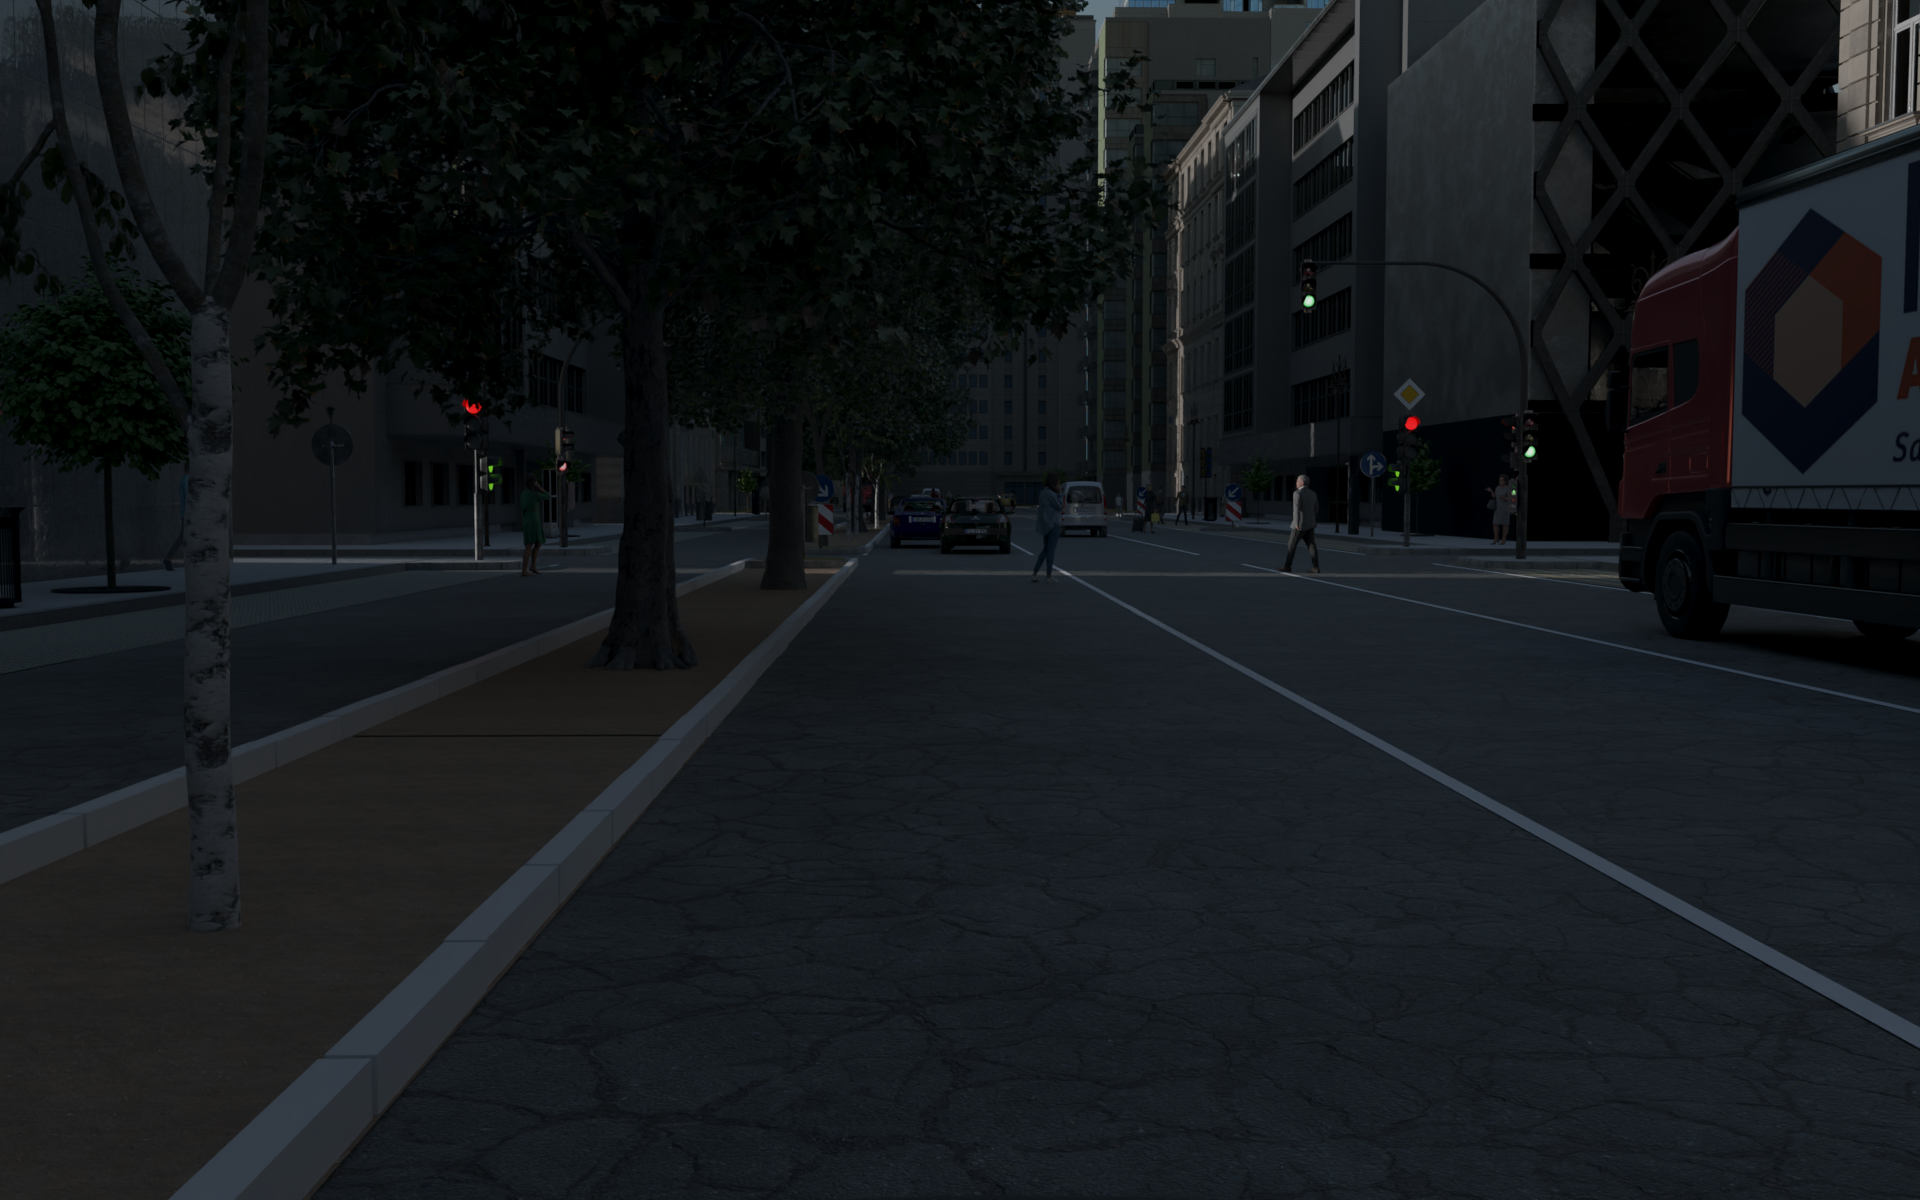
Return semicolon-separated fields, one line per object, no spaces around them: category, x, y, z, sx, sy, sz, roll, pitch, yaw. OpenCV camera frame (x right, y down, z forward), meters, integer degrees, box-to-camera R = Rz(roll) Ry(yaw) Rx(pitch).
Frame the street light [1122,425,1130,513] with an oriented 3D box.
street light;11.202;-8.805;116.755;0.468;5.910;1.993;0;4;-1

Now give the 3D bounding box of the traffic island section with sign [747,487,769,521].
traffic island section with sign;-10.408;-5.178;93.281;1.989;1.847;2.006;0;4;-1

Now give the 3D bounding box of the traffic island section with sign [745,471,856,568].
traffic island section with sign;-3.135;-1.586;34.065;2.006;1.907;1.989;0;4;-1

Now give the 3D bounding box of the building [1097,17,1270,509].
building;18.993;-28.701;152.857;14.154;41.232;14.086;0;4;-1

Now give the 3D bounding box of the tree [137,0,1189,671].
tree;-2.609;-5.792;14.163;9.611;12.733;9.660;0;3;0

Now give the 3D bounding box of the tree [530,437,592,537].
tree;-11.955;-3.502;51.864;1.663;3.219;1.824;0;3;0

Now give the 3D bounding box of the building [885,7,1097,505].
building;1.473;-41.002;212.378;28.212;58.520;21.231;0;4;-1

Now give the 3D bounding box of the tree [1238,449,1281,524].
tree;12.858;-4.912;74.920;1.663;3.219;1.824;0;3;0

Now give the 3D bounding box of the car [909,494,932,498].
car;-2.416;-5.843;107.336;2.131;1.459;4.920;0;4;1

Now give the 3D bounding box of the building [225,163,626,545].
building;-20.493;-14.588;57.574;14.314;24.678;30.058;0;4;-1

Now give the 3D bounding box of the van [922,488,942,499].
van;-2.190;-7.606;131.362;2.013;2.044;4.112;0;4;-2

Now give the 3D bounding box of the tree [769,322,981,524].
tree;-4.081;-10.353;82.101;12.009;13.543;11.850;0;3;0

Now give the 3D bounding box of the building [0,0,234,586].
building;-23.438;-12.693;25.547;19.932;24.808;12.078;0;4;-1

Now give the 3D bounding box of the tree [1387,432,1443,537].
tree;13.782;-3.550;52.636;1.663;3.219;1.824;0;3;0

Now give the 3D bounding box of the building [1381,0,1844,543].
building;23.241;-11.268;51.691;16.811;18.784;16.820;0;4;-1

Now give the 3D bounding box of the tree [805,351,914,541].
tree;-3.360;-6.095;52.469;4.737;8.622;4.395;0;3;0

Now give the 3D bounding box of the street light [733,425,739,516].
street light;-12.988;-7.775;99.911;0.468;5.910;1.993;0;4;-1

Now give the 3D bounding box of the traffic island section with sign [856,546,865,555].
traffic island section with sign;-3.296;-2.039;41.471;2.006;1.907;1.989;0;4;-1

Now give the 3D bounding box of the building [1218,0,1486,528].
building;21.099;-15.782;77.106;14.314;24.678;30.058;0;4;-1

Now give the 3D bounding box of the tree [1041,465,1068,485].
tree;10.687;-12.907;194.743;4.285;4.588;4.351;0;3;0

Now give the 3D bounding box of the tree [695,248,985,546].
tree;-3.491;-6.583;44.499;8.767;10.594;7.601;0;4;-1

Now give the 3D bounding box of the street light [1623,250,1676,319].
street light;13.134;-3.683;32.999;0.468;5.910;1.993;0;4;-1

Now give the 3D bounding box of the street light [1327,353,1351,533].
street light;12.453;-5.150;56.994;0.468;5.910;1.993;0;4;-1

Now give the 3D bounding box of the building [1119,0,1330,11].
building;31.504;-55.028;212.379;31.000;86.520;22.319;0;4;-1

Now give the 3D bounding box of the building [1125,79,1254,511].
building;19.876;-21.580;124.536;14.160;30.474;14.107;0;4;-1

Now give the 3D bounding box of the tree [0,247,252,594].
tree;-11.170;-2.395;22.869;4.285;4.588;4.351;0;3;0

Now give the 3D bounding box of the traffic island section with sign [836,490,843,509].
traffic island section with sign;-12.193;-9.921;170.829;1.989;1.847;2.006;0;4;-1

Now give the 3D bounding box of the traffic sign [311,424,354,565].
traffic sign;-11.365;-1.913;31.384;0.768;2.556;0.104;0;4;1

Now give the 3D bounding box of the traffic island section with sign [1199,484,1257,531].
traffic island section with sign;10.314;-3.565;66.915;1.989;1.847;2.006;0;4;-1

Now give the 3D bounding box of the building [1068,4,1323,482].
building;23.622;-33.978;175.152;23.786;49.044;30.456;0;4;-1

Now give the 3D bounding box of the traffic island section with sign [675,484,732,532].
traffic island section with sign;-9.784;-3.529;66.333;1.989;1.847;2.006;0;4;-1

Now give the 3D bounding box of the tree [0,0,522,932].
tree;-2.474;-3.233;5.678;4.360;8.622;3.978;0;3;0

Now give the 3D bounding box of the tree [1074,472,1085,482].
tree;10.391;-9.606;151.665;1.663;3.219;1.824;0;3;0

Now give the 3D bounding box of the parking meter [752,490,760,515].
parking meter;-13.281;-6.335;111.991;0.372;1.533;0.369;0;3;0

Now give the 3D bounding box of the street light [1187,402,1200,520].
street light;11.762;-6.997;87.189;0.468;5.910;1.993;0;4;-1

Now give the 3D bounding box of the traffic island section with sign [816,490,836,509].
traffic island section with sign;-11.577;-8.272;143.881;1.989;1.847;2.006;0;4;-1

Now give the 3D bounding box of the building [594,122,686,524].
building;-19.616;-15.577;83.570;11.050;23.489;19.941;0;4;-1

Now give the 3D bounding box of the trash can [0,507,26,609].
trash can;-10.896;-0.477;19.456;0.748;1.137;0.748;0;3;0

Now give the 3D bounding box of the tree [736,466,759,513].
tree;-14.333;-7.417;115.876;1.663;3.219;1.824;0;3;0

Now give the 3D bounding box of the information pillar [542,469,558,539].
information pillar;-11.831;-2.783;49.999;0.304;2.012;0.304;2;4;31

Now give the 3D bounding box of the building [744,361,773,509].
building;-23.698;-23.368;153.772;14.160;30.474;14.107;0;4;-1

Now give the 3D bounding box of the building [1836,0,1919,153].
building;21.856;-13.582;19.333;12.463;27.353;25.104;0;4;-1

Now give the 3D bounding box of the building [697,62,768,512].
building;-27.329;-31.268;130.844;23.786;49.044;30.456;0;4;-1

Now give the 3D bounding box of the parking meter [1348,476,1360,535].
parking meter;12.450;-2.999;54.753;0.255;1.863;0.399;0;4;-6

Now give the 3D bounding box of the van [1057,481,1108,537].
van;4.023;-3.179;58.985;2.013;2.044;4.112;0;4;-2

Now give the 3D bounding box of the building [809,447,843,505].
building;-19.571;-32.079;208.088;14.086;41.232;14.154;0;4;-1

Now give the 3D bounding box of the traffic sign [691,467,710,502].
traffic sign;-12.401;-5.061;82.750;0.884;2.594;0.081;0;4;-1

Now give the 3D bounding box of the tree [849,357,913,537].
tree;-3.465;-6.406;57.556;4.360;8.622;3.978;0;3;0

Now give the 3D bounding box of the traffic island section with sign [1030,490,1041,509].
traffic island section with sign;7.936;-9.932;171.012;1.989;1.847;2.006;0;4;-1

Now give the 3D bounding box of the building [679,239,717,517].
building;-22.026;-19.416;103.351;13.634;28.700;20.117;0;4;-1

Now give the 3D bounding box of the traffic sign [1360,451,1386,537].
traffic sign;12.365;-3.167;51.892;0.768;2.556;0.104;0;4;6

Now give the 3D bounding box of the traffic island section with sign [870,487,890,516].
traffic island section with sign;-5.030;-6.633;116.589;2.006;1.907;1.989;0;4;-1

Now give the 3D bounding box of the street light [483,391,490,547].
street light;-11.577;-4.246;42.206;0.468;5.910;1.993;0;4;-1

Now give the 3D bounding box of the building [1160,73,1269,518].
building;19.799;-18.793;104.532;12.463;27.353;25.104;0;4;-1

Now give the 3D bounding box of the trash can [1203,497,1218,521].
trash can;11.765;-4.261;81.319;0.748;1.137;0.748;0;3;0

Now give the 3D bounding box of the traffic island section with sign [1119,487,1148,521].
traffic island section with sign;9.694;-5.216;93.912;1.989;1.847;2.006;0;4;-1

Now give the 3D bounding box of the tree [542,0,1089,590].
tree;-2.655;-7.128;25.663;9.857;13.997;8.962;0;3;0
